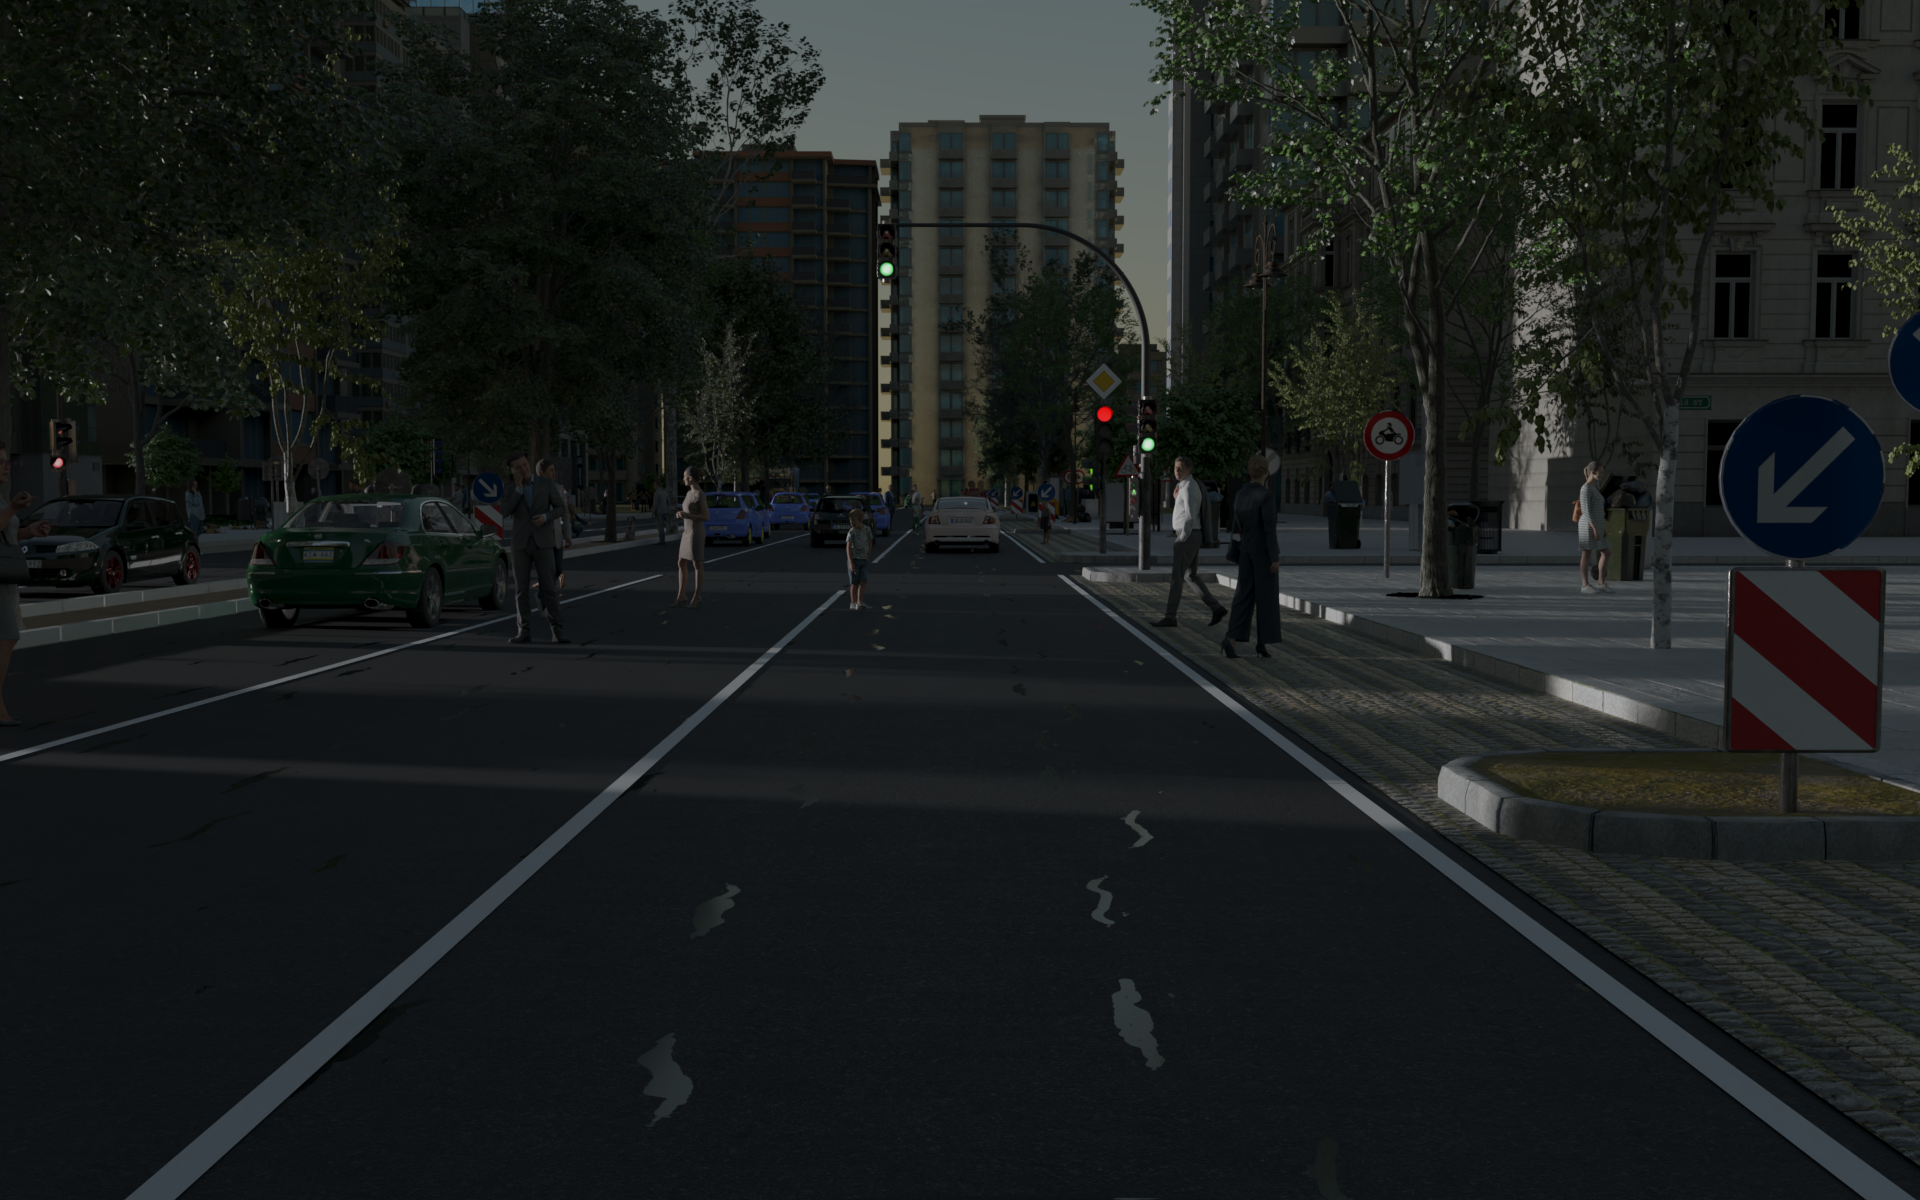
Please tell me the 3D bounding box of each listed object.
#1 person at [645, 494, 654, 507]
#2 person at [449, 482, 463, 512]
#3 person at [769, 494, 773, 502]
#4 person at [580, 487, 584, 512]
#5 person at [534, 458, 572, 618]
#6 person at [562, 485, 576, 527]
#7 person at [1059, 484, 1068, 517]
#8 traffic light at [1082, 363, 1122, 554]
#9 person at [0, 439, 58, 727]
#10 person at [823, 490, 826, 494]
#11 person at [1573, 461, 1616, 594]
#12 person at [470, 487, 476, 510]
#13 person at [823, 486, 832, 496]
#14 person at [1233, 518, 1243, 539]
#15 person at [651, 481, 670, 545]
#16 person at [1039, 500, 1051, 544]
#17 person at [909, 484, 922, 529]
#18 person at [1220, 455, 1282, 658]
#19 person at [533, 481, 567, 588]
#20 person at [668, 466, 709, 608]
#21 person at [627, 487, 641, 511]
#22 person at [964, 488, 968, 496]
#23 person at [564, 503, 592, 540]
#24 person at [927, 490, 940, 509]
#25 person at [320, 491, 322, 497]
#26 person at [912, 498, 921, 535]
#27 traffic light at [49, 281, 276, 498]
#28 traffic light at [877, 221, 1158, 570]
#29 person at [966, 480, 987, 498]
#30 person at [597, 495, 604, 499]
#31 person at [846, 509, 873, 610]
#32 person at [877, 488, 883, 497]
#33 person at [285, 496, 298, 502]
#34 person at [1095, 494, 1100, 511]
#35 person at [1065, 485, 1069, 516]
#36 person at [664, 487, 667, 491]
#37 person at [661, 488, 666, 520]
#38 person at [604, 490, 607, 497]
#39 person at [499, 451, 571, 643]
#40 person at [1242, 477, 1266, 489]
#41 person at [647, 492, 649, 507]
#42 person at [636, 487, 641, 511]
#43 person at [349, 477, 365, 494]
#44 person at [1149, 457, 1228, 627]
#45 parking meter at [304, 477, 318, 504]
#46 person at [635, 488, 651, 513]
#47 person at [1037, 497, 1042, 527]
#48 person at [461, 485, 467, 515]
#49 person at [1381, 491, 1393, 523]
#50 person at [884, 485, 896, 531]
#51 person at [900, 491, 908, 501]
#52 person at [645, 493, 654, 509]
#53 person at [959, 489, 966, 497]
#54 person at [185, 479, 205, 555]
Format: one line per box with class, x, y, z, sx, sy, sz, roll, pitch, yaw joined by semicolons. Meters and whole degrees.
person;-29.238;-9.717;164.544;1.348;1.869;0.705;0;4;-7
person;-16.056;-2.843;55.164;0.511;1.800;0.466;3;4;36
person;-17.266;-9.001;158.887;0.599;1.433;0.991;2;4;25
person;-27.296;-7.300;125.397;0.705;1.824;1.348;0;4;-8
person;-4.876;-0.726;20.223;0.661;1.843;0.795;-3;5;-41
person;-16.056;-3.791;70.579;0.778;1.811;0.616;0;4;-6
person;5.611;-5.476;95.676;0.767;1.812;0.694;3;5;43
traffic light;3.059;-2.953;37.200;0.839;4.253;0.868;0;4;0
person;-5.931;-0.115;10.744;0.532;1.782;0.716;-1;4;-18
person;-11.266;-8.292;144.218;0.705;1.807;1.348;-1;4;-10
person;8.165;-0.936;22.356;0.522;1.701;0.512;2;4;35
person;-29.740;-6.074;105.576;0.641;1.798;0.478;2;4;24
person;-5.243;-3.679;69.075;0.576;1.772;0.534;1;4;14
person;5.976;-1.603;36.918;0.373;1.253;0.362;-1;4;-9
person;-8.484;-2.471;48.994;0.391;1.810;0.635;1;4;16
person;2.437;-2.221;49.480;0.373;1.253;0.362;-3;5;-43
person;-1.835;-3.787;70.510;0.679;1.850;0.850;3;5;40
person;2.560;-0.372;15.003;0.576;1.772;0.534;3;4;36
person;-6.219;-1.087;26.365;0.778;1.811;0.616;3;4;36
person;-3.399;-0.789;21.739;0.374;1.781;0.599;-2;4;-33
person;-24.692;-7.648;131.185;0.705;1.812;1.348;3;5;41
person;0.389;-6.570;115.856;0.705;1.831;1.348;-2;4;-34
person;-11.856;-2.418;53.539;0.738;1.151;1.012;3;5;42
person;-2.497;-9.769;168.237;1.348;1.823;0.705;1;4;19
person;-33.699;-5.181;90.624;0.818;1.842;0.514;1;4;9
person;-1.506;-2.900;60.169;0.306;1.304;0.590;0;4;-8
traffic light;-17.111;-3.820;37.123;4.771;5.953;1.251;0;4;0
traffic light;1.005;-3.327;29.064;4.771;5.953;1.251;0;4;0
person;0.483;-2.488;49.151;0.580;1.828;0.573;-1;4;-9
person;-26.421;-7.423;127.541;0.705;1.807;1.348;0;4;5
person;-1.241;-0.510;21.531;0.332;1.250;0.352;1;4;9
person;-4.684;-5.607;100.407;0.641;1.798;0.478;0;4;-4
person;-29.108;-4.221;75.403;0.624;1.780;0.694;3;5;41
person;8.922;-6.437;112.037;0.760;1.731;0.466;2;4;25
person;6.352;-5.778;100.863;0.601;1.785;0.444;-1;4;-22
person;-16.402;-5.356;96.248;0.709;1.800;0.728;0;4;6
person;-16.053;-5.184;93.657;0.834;1.777;0.661;-3;4;-39
person;-35.930;-10.371;176.277;0.551;1.740;0.621;-3;5;-42
person;-4.080;-0.509;16.629;0.655;1.846;0.447;0;4;-8
person;6.330;-1.919;37.598;0.721;1.800;0.419;0;4;2
person;-29.789;-9.778;166.357;0.683;1.767;0.568;3;4;37
person;-25.162;-7.876;134.824;0.705;1.822;1.348;2;4;25
person;-12.192;-1.611;35.186;0.721;1.781;0.623;-3;5;-44
person;2.457;-0.611;18.595;0.850;1.850;0.679;0;4;4
parking meter;-22.542;-3.332;60.184;0.255;1.863;0.399;2;4;27
person;-21.977;-6.936;120.167;1.217;1.735;0.721;-2;4;-31
person;3.520;-4.041;74.825;0.529;1.795;0.600;-2;4;-26
person;-28.079;-5.611;97.961;0.419;1.800;0.721;-1;4;-10
person;18.762;-4.222;76.078;0.512;1.701;0.522;1;4;14
person;-2.740;-3.603;67.586;0.419;1.800;0.721;2;4;25
person;-5.665;-10.621;182.169;1.348;1.821;0.705;0;4;-3
person;-25.923;-8.529;145.462;1.348;1.831;0.705;-1;4;-20
person;0.174;-5.576;100.679;0.512;1.701;0.522;-3;4;-36
person;-18.040;-1.959;40.795;0.793;1.790;0.793;-3;4;-36
